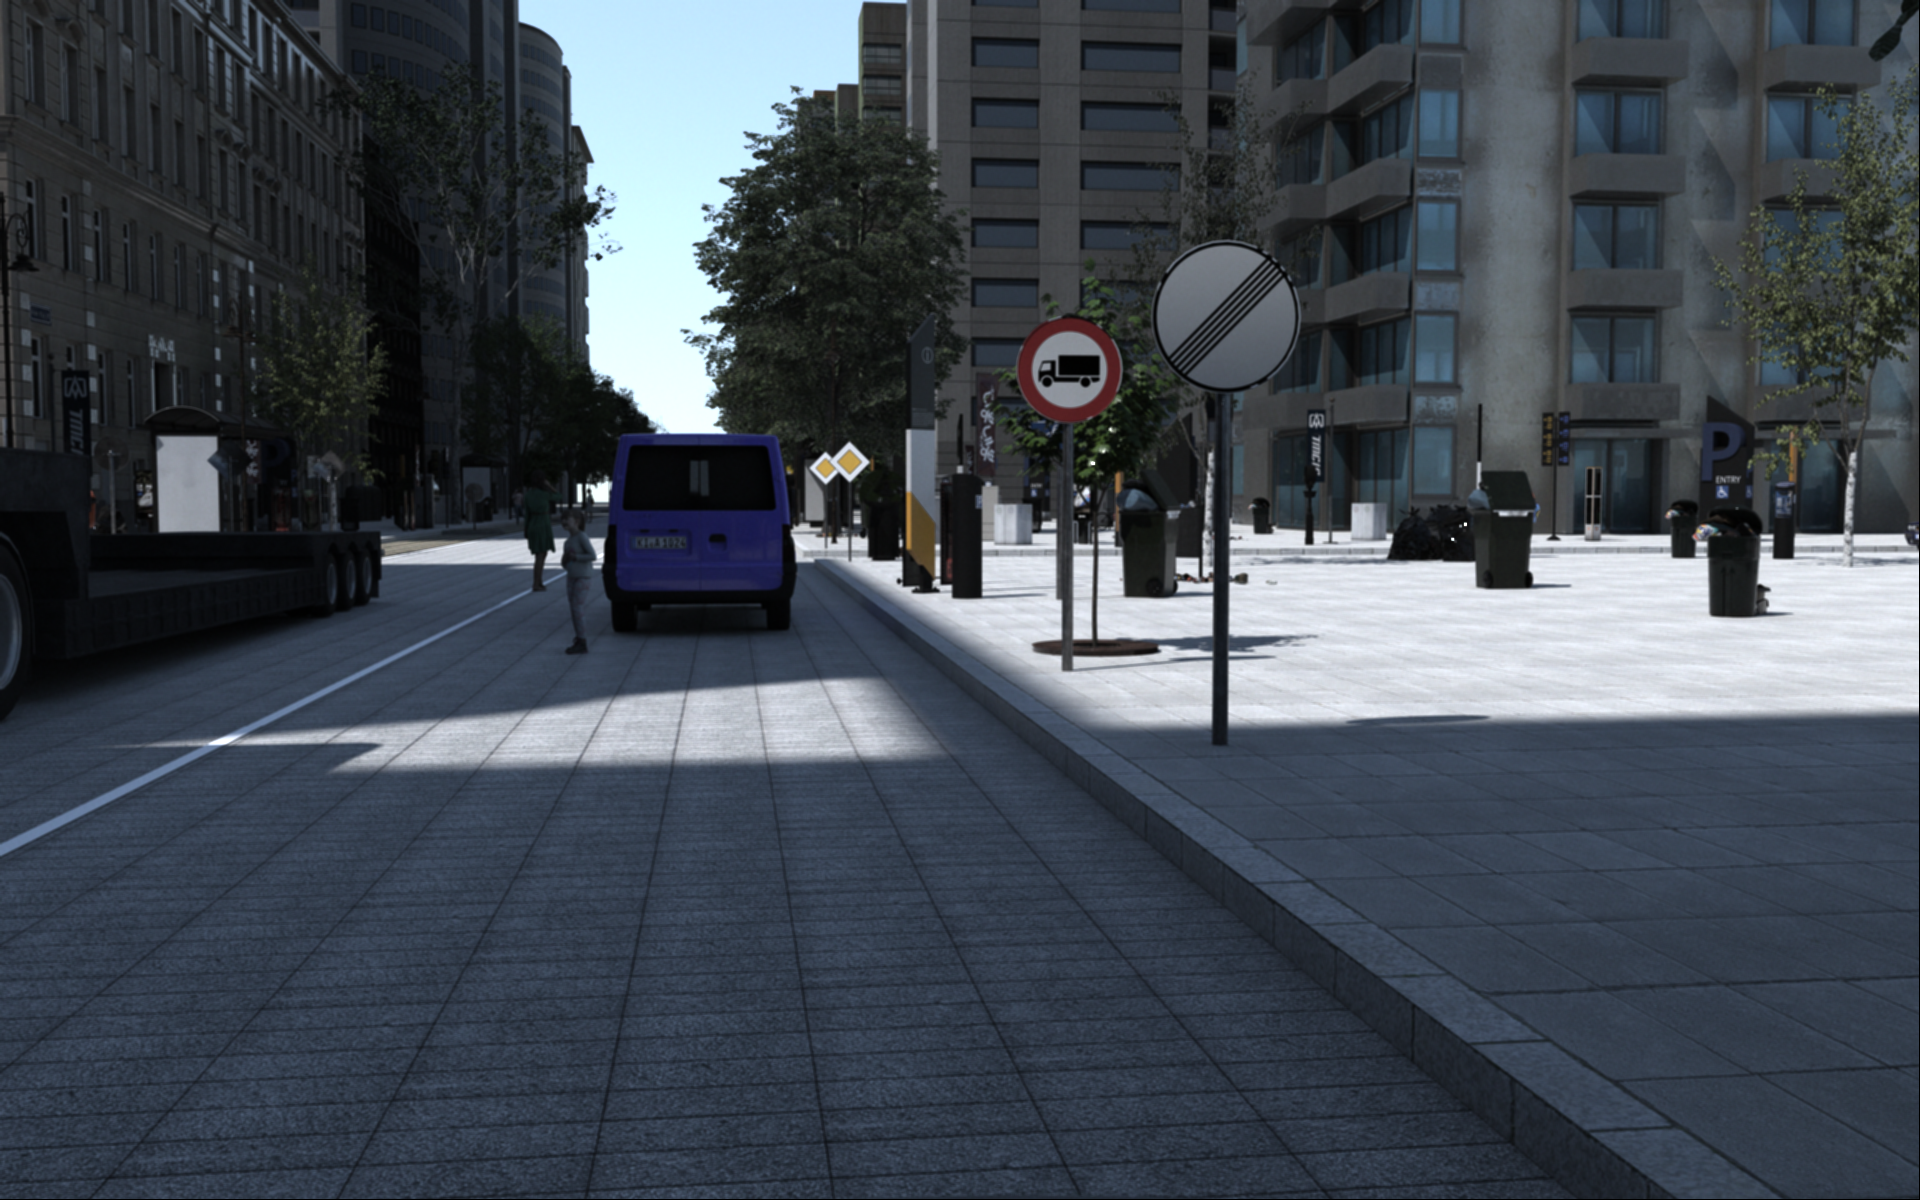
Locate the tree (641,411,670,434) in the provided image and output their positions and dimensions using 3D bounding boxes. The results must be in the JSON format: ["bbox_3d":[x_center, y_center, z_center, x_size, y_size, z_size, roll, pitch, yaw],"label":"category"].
[{"bbox_3d":[-46.533,-21.160,256.335,12.009,13.543,11.850,0,3,0],"label":"tree"}]

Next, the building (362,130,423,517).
[{"bbox_3d":[-39.510,-16.658,102.044,12.332,23.373,15.834,0,4,-8],"label":"building"}]

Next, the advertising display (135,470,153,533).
[{"bbox_3d":[-21.590,-2.524,46.483,0.974,1.923,0.123,-1,4,-13],"label":"advertising display"}]

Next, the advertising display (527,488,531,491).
[{"bbox_3d":[-26.729,-6.345,108.957,0.974,1.923,0.123,-3,5,-41],"label":"advertising display"}]

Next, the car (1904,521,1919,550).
[{"bbox_3d":[24.606,-1.742,41.063,3.894,1.354,1.945,-1,4,-8],"label":"car"}]

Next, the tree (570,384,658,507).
[{"bbox_3d":[-35.421,-15.931,177.476,9.611,12.733,9.660,0,3,0],"label":"tree"}]

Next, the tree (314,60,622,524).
[{"bbox_3d":[-20.569,-13.343,74.045,12.611,20.169,13.585,0,3,0],"label":"tree"}]

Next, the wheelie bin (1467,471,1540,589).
[{"bbox_3d":[7.371,-0.962,23.630,0.980,1.594,0.693,0,4,-8],"label":"wheelie bin"}]

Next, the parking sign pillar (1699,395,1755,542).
[{"bbox_3d":[20.738,-3.570,46.846,1.447,3.967,1.447,-3,4,-37],"label":"parking sign pillar"}]

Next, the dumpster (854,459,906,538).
[{"bbox_3d":[-2.210,-2.875,49.499,1.502,2.255,1.985,0,4,-8],"label":"dumpster"}]

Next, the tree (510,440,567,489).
[{"bbox_3d":[-25.494,-7.400,104.709,4.285,4.588,4.351,0,3,0],"label":"tree"}]

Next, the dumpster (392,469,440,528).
[{"bbox_3d":[-20.705,-3.879,65.917,1.502,2.255,1.985,0,4,-8],"label":"dumpster"}]

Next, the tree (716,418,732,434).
[{"bbox_3d":[-20.300,-16.482,179.847,12.009,13.543,11.850,0,3,0],"label":"tree"}]

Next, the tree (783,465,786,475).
[{"bbox_3d":[-10.275,-6.196,95.910,1.663,3.219,1.824,0,3,0],"label":"tree"}]

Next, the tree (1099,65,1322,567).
[{"bbox_3d":[4.401,-4.907,30.600,4.360,8.622,3.978,0,3,0],"label":"tree"}]

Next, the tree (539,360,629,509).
[{"bbox_3d":[-32.044,-13.998,146.999,7.486,12.596,7.792,0,3,0],"label":"tree"}]

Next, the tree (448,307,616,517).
[{"bbox_3d":[-24.688,-10.472,96.973,9.928,11.665,9.643,0,3,0],"label":"tree"}]

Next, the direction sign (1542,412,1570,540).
[{"bbox_3d":[16.484,-3.424,47.979,0.379,3.537,0.876,-2,4,-34],"label":"direction sign"}]

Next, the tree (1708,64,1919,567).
[{"bbox_3d":[15.608,-4.896,30.410,4.737,8.622,4.395,0,3,0],"label":"tree"}]

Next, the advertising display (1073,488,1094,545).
[{"bbox_3d":[3.162,-2.395,44.376,0.123,1.923,0.974,-2,4,-24],"label":"advertising display"}]

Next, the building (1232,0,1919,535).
[{"bbox_3d":[25.483,-27.178,63.968,30.456,49.044,23.786,0,4,-8],"label":"building"}]

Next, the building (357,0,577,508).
[{"bbox_3d":[-59.789,-41.132,214.514,21.231,58.520,28.212,0,4,-8],"label":"building"}]

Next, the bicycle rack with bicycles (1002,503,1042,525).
[{"bbox_3d":[2.312,-3.551,71.439,2.852,0.926,2.925,0,4,6],"label":"bicycle rack with bicycles"}]

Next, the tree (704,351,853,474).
[{"bbox_3d":[-10.772,-11.540,105.687,9.611,12.733,9.660,0,3,0],"label":"tree"}]

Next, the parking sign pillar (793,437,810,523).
[{"bbox_3d":[-7.114,-5.424,77.148,1.447,3.967,1.447,-1,4,-15],"label":"parking sign pillar"}]

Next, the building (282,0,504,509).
[{"bbox_3d":[-50.958,-37.333,152.388,21.231,58.520,28.212,0,4,-8],"label":"building"}]

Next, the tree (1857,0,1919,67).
[{"bbox_3d":[3.211,-1.180,3.008,4.285,4.588,4.351,0,3,0],"label":"tree"}]

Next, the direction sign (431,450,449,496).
[{"bbox_3d":[-26.794,-5.954,89.345,0.876,3.537,0.379,-2,4,-26],"label":"direction sign"}]

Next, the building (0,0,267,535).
[{"bbox_3d":[-32.177,-15.853,56.466,12.463,27.353,25.104,0,4,-8],"label":"building"}]

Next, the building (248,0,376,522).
[{"bbox_3d":[-36.288,-17.386,81.523,12.463,27.353,25.104,0,4,-8],"label":"building"}]

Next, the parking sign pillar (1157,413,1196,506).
[{"bbox_3d":[7.222,-4.244,57.869,1.447,3.967,1.447,3,4,39],"label":"parking sign pillar"}]

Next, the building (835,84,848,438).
[{"bbox_3d":[-5.809,-30.178,177.003,14.154,41.232,14.086,0,4,-8],"label":"building"}]

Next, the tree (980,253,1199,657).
[{"bbox_3d":[0.971,-1.193,14.109,1.663,3.219,1.824,0,3,0],"label":"tree"}]

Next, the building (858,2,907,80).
[{"bbox_3d":[-1.803,-28.468,149.053,14.154,41.232,14.086,0,4,-8],"label":"building"}]

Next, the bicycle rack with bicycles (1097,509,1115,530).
[{"bbox_3d":[6.661,-2.995,62.356,2.925,0.926,2.852,2,4,35],"label":"bicycle rack with bicycles"}]

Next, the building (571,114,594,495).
[{"bbox_3d":[-66.263,-39.917,241.873,28.713,52.752,27.495,0,4,-8],"label":"building"}]

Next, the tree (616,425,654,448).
[{"bbox_3d":[-40.077,-16.901,210.750,8.767,10.594,7.601,3,5,40],"label":"tree"}]

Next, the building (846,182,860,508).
[{"bbox_3d":[-3.791,-23.952,163.311,14.160,30.474,14.107,0,4,-8],"label":"building"}]

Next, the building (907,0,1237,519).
[{"bbox_3d":[7.378,-34.235,101.736,21.231,58.520,28.212,0,4,-8],"label":"building"}]

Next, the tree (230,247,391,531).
[{"bbox_3d":[-18.716,-6.182,51.438,4.737,8.622,4.395,0,3,0],"label":"tree"}]

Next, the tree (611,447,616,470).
[{"bbox_3d":[-36.718,-14.592,188.944,4.360,8.622,3.978,0,3,0],"label":"tree"}]

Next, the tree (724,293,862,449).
[{"bbox_3d":[-7.998,-9.759,85.308,9.928,11.665,9.643,0,3,0],"label":"tree"}]

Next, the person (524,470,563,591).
[{"bbox_3d":[-6.255,-1.037,25.704,0.600,1.795,0.529,1,4,16],"label":"person"}]

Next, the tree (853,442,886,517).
[{"bbox_3d":[-5.526,-7.051,99.003,4.285,4.588,4.351,0,3,0],"label":"tree"}]

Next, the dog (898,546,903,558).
[{"bbox_3d":[-1.377,-1.012,35.840,0.540,0.507,0.406,-1,4,-12],"label":"dog"}]

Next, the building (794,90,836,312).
[{"bbox_3d":[-14.174,-43.940,260.420,21.231,58.520,28.212,0,4,-8],"label":"building"}]

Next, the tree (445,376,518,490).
[{"bbox_3d":[-30.066,-9.693,108.842,4.737,8.622,4.395,0,3,0],"label":"tree"}]

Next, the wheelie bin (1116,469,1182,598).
[{"bbox_3d":[2.341,-0.839,21.634,0.693,1.594,0.980,2,4,24],"label":"wheelie bin"}]

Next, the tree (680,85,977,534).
[{"bbox_3d":[-4.046,-9.113,55.649,9.857,13.997,8.962,0,3,0],"label":"tree"}]
